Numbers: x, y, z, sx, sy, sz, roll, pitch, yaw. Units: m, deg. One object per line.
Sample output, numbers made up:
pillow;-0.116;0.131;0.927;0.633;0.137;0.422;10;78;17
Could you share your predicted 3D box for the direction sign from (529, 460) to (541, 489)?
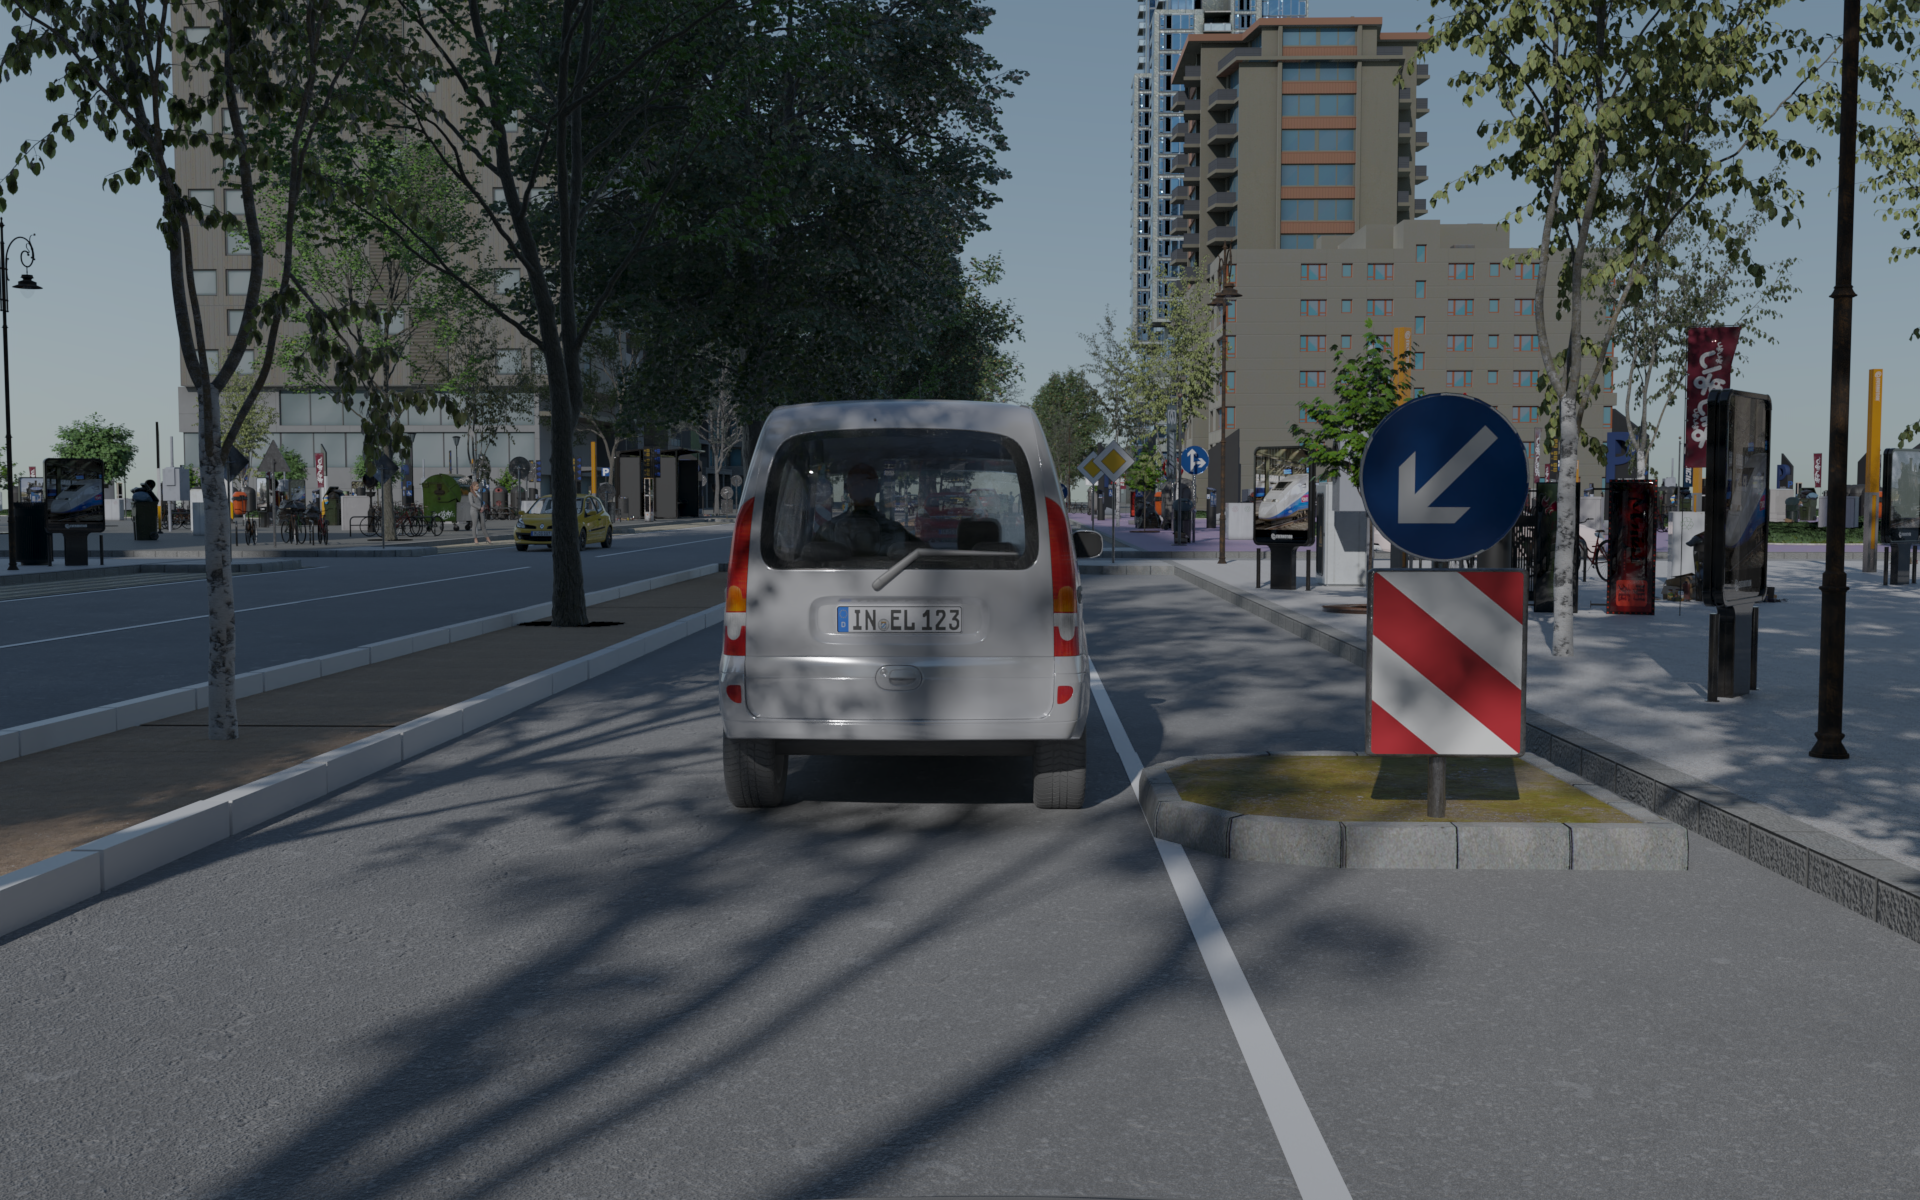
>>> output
direction sign;-28.262;-7.536;115.203;0.876;3.537;0.379;1;4;13

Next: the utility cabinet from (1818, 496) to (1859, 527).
utility cabinet;25.614;-2.406;50.502;0.306;1.237;1.020;-3;5;-41

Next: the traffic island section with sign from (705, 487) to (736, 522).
traffic island section with sign;-12.119;-4.973;89.942;1.989;1.847;2.006;0;4;2

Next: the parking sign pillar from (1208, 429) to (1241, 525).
parking sign pillar;10.950;-5.091;71.716;1.447;3.967;1.447;2;4;25

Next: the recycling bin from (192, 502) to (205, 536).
recycling bin;-23.301;-2.521;53.781;0.722;1.027;0.722;2;4;27

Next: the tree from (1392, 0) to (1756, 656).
tree;5.027;-3.862;13.506;4.737;8.622;4.395;0;3;0

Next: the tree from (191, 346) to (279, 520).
tree;-35.644;-8.280;85.743;4.737;8.622;4.395;0;3;0

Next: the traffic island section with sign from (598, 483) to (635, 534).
traffic island section with sign;-12.918;-3.325;62.999;1.989;1.847;2.006;0;4;2

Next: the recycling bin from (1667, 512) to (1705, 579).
recycling bin;10.394;-0.725;24.409;0.722;1.027;0.722;1;4;17

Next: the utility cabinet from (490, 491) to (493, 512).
utility cabinet;-30.550;-6.346;112.440;0.318;1.500;1.173;2;4;34

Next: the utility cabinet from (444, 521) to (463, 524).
utility cabinet;-22.039;-3.912;75.128;1.020;1.237;0.306;2;4;27

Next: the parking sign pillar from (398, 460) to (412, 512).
parking sign pillar;-36.382;-7.671;113.890;1.447;3.967;1.447;-2;4;-30

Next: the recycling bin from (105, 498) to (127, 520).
recycling bin;-41.231;-4.396;84.430;0.722;1.027;0.722;-1;4;-9

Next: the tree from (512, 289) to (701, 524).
tree;-15.047;-8.528;73.846;8.767;10.594;7.601;0;4;-7

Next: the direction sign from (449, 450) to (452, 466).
direction sign;-26.454;-5.992;89.966;0.379;3.537;0.876;-1;4;-23

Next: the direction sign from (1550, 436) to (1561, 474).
direction sign;23.408;-4.623;67.576;0.379;3.537;0.876;-3;5;-40

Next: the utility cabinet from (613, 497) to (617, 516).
utility cabinet;-19.688;-5.522;98.961;0.318;1.500;1.173;2;4;31

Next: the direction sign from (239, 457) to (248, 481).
direction sign;-43.361;-6.903;104.863;0.876;3.537;0.379;2;4;31

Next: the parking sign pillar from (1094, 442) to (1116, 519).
parking sign pillar;7.721;-6.247;90.606;1.447;3.967;1.447;3;5;40

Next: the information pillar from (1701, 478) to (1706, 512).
information pillar;33.709;-4.541;78.734;0.304;2.012;0.304;0;4;-5

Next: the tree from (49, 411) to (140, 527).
tree;-34.219;-5.186;68.497;4.285;4.588;4.351;0;3;0

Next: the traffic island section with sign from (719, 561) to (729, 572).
traffic island section with sign;-3.426;-1.501;32.673;2.006;1.907;1.989;0;4;2

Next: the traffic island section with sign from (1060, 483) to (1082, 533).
traffic island section with sign;3.437;-3.298;62.553;1.989;1.847;2.006;0;4;2

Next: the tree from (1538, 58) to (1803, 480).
tree;12.106;-4.875;30.065;4.360;8.622;3.978;0;3;0

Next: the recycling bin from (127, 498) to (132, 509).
recycling bin;-47.994;-5.327;99.658;0.722;1.027;0.722;2;4;30

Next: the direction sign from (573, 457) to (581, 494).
direction sign;-23.258;-6.914;105.042;0.876;3.537;0.379;3;4;37

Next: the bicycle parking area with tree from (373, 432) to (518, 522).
bicycle parking area with tree;-25.020;-5.876;83.070;9.016;4.147;8.231;1;4;20

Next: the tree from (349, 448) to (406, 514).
tree;-36.473;-7.614;108.209;4.285;4.588;4.351;0;3;0

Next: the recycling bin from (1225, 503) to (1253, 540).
recycling bin;7.875;-2.214;48.753;0.722;1.027;0.722;0;4;1

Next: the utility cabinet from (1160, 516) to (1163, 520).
utility cabinet;9.562;-4.357;82.393;0.306;1.237;1.020;0;4;-2

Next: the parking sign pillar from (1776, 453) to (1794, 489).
parking sign pillar;54.138;-7.657;113.660;1.447;3.967;1.447;0;4;-4

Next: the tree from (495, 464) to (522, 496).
tree;-28.594;-7.057;109.976;1.663;3.219;1.824;0;3;0

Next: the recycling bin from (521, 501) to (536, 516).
recycling bin;-15.892;-3.159;64.199;0.722;1.027;0.722;-2;4;-32

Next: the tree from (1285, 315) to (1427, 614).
tree;4.352;-1.485;18.889;1.663;3.219;1.824;0;3;0

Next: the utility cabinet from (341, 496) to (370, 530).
utility cabinet;-21.490;-3.092;61.716;1.020;1.237;0.306;-2;4;-34

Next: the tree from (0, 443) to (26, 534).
tree;-30.973;-3.705;55.178;1.663;3.219;1.824;0;3;0

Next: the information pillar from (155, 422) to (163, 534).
information pillar;-26.014;-3.968;56.227;0.183;3.616;0.504;-1;4;-22

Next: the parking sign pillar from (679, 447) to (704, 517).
parking sign pillar;-15.125;-6.649;97.190;1.447;3.967;1.447;0;4;-6

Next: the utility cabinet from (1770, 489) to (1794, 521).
utility cabinet;34.817;-3.956;73.357;1.173;1.500;0.318;-2;4;-30

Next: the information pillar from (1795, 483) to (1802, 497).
information pillar;53.747;-6.515;111.010;0.304;2.012;0.304;0;4;-2

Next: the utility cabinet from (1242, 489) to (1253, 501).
utility cabinet;12.625;-4.087;75.505;0.318;1.500;1.173;2;4;31

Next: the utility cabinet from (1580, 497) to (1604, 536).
utility cabinet;15.148;-1.902;42.258;1.020;1.237;0.306;2;4;35

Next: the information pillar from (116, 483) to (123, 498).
information pillar;-55.545;-6.727;114.475;0.304;2.012;0.304;-3;5;-44

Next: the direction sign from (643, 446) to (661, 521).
direction sign;-14.692;-5.546;82.666;0.876;3.537;0.379;-2;4;-35

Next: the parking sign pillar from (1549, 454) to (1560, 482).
parking sign pillar;38.261;-7.506;111.198;1.447;3.967;1.447;-2;4;-23

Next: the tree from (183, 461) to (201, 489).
tree;-43.885;-6.373;98.792;1.663;3.219;1.824;0;3;0

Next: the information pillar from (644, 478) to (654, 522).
information pillar;-14.290;-4.593;79.584;0.304;2.012;0.304;2;4;23

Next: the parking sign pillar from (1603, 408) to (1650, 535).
parking sign pillar;20.779;-4.006;53.968;1.447;3.967;1.447;-2;4;-31

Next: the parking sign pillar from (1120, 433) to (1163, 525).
parking sign pillar;7.806;-5.161;72.853;1.447;3.967;1.447;2;4;28

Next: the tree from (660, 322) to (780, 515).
tree;-14.774;-11.948;105.722;12.009;13.543;11.850;0;3;0

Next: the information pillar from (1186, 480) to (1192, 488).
information pillar;11.553;-5.099;87.853;0.304;2.012;0.304;2;4;27

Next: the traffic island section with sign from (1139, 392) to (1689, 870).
traffic island section with sign;1.814;0.065;7.563;1.989;1.847;2.006;0;4;2

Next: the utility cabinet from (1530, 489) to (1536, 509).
utility cabinet;24.007;-3.882;72.145;1.173;1.500;0.318;-3;5;-41

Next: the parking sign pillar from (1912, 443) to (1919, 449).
parking sign pillar;40.274;-5.142;72.548;1.447;3.967;1.447;-1;4;-8

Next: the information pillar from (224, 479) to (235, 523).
information pillar;-32.477;-5.227;76.813;0.504;3.616;0.183;0;4;7

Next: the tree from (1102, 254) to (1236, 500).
tree;6.690;-6.320;53.694;4.737;8.622;4.395;0;3;0

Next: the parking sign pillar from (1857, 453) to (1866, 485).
parking sign pillar;51.014;-6.660;97.368;1.447;3.967;1.447;0;4;-6

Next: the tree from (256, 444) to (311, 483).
tree;-44.152;-7.912;113.082;4.285;4.588;4.351;0;3;0

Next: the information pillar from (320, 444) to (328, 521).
information pillar;-29.471;-5.440;80.298;0.504;3.616;0.183;3;5;44
